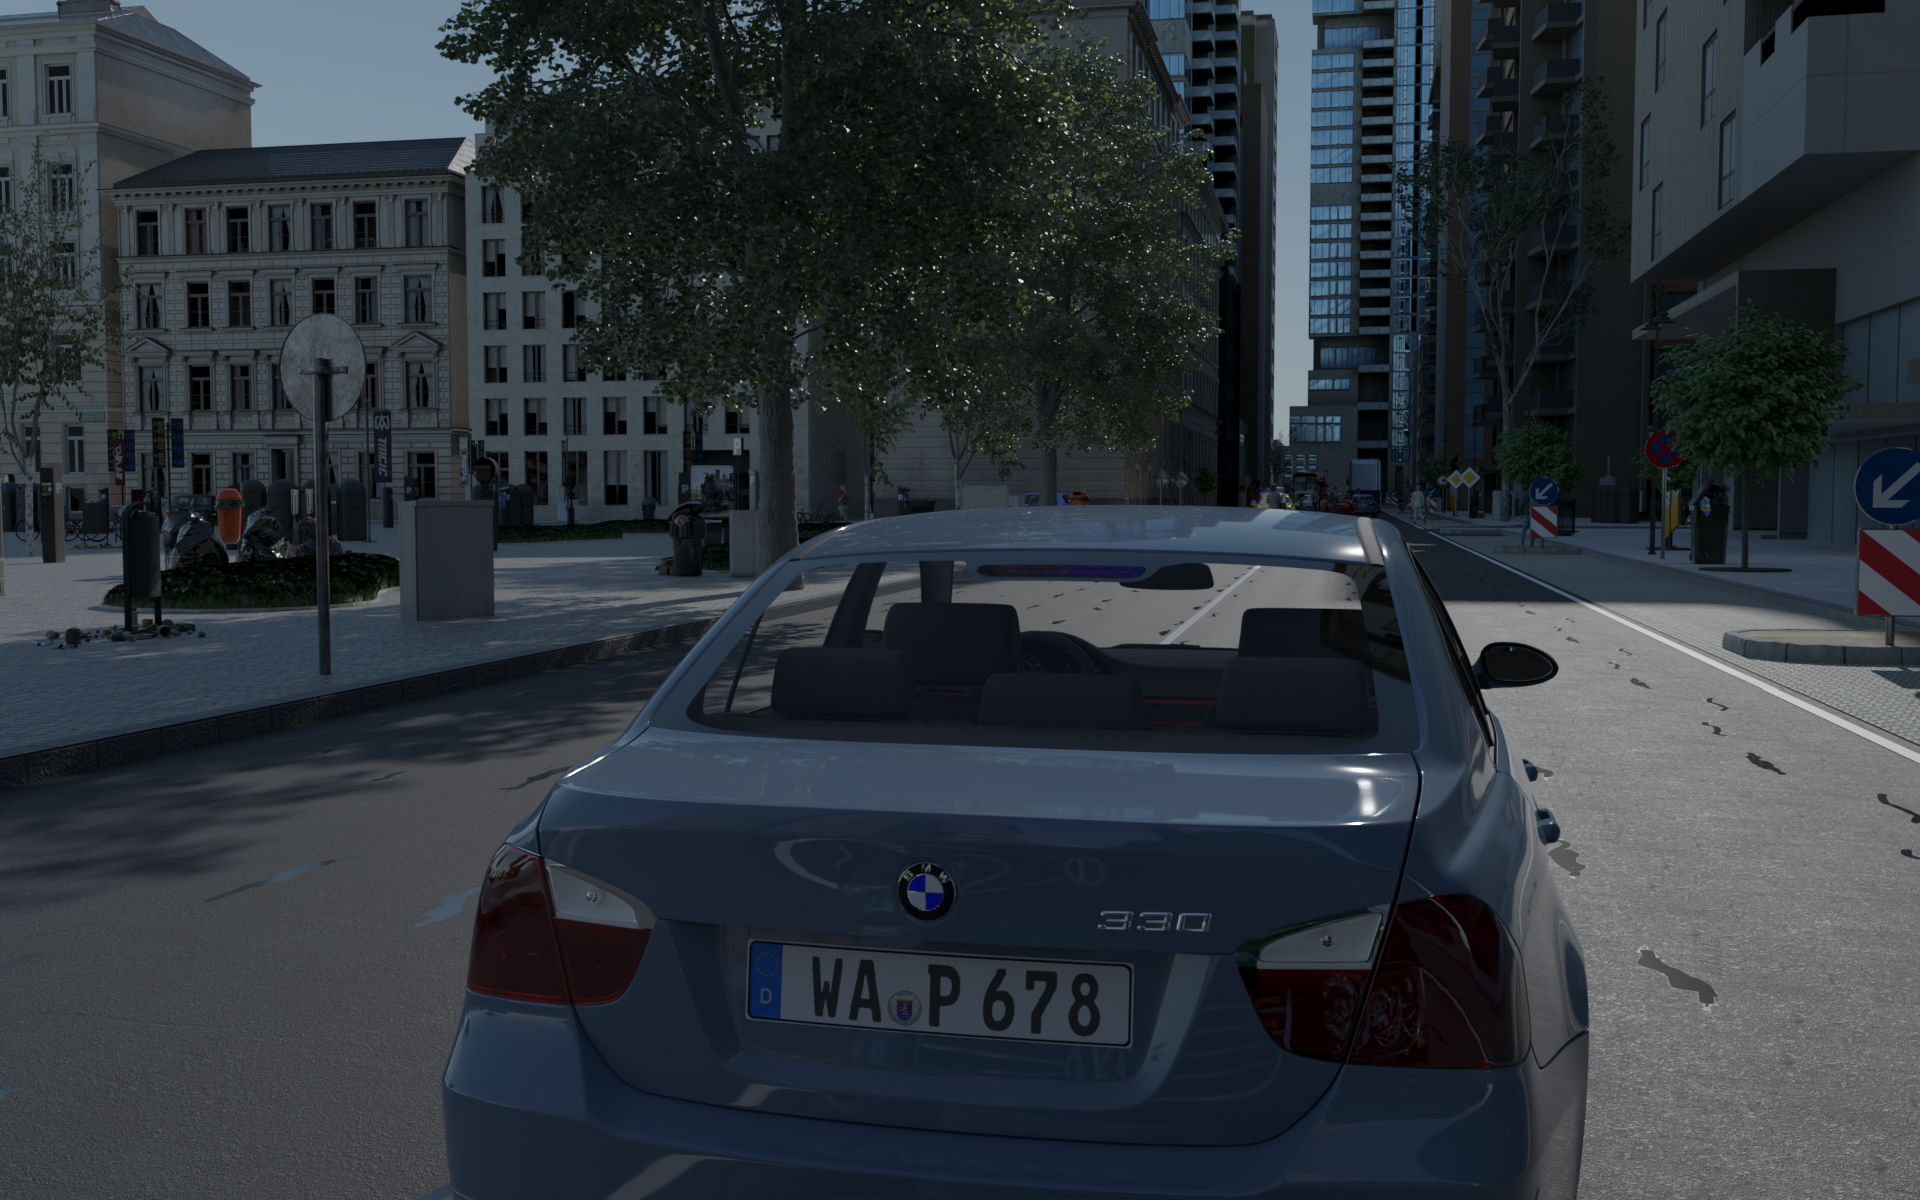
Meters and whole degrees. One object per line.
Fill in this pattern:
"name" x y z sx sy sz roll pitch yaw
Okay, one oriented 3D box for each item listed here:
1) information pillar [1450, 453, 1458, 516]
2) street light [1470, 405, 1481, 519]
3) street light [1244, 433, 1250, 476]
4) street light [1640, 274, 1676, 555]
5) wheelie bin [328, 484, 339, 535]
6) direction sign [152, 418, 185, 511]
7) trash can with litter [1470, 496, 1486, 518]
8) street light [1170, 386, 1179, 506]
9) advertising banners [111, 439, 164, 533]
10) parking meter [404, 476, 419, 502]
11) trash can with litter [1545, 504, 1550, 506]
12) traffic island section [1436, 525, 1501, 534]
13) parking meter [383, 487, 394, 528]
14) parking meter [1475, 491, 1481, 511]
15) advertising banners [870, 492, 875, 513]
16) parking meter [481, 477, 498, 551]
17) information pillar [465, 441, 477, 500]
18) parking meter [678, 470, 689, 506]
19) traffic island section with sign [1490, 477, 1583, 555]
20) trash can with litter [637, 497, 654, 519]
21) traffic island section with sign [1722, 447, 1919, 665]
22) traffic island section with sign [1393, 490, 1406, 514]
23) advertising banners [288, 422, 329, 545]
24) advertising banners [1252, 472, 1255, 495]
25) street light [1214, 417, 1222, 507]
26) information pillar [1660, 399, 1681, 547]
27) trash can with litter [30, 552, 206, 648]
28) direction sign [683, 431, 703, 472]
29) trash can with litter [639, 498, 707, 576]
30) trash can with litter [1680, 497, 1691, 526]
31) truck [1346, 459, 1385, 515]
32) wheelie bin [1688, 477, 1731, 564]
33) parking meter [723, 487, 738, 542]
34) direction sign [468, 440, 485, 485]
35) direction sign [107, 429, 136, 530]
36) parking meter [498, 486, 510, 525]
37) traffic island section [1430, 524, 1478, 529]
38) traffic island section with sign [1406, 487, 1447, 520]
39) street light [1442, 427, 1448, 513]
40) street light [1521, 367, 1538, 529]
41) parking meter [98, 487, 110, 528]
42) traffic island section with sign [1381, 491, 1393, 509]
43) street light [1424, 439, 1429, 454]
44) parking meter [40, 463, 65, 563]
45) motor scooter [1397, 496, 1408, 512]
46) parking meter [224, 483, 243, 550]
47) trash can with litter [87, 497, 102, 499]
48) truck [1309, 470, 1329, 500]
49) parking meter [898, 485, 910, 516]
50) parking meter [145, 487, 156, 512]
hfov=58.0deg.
"information pillar" 28.290 -6.592 99.136 0.504 3.616 0.183 -2 4 -25
"street light" 26.816 -7.186 90.279 0.468 5.910 1.993 1 4 13
"street light" 21.226 -9.531 128.625 0.468 5.910 1.993 1 4 13
"street light" 14.666 -3.898 36.523 0.468 5.910 1.993 1 4 13
"wheelie bin" -19.727 -2.858 54.636 0.980 1.594 0.693 1 4 10
"direction sign" -23.538 -3.642 51.546 0.876 3.537 0.379 -3 5 -39
"trash can with litter" 27.500 -4.932 92.028 0.624 1.170 1.055 -2 4 -29
"street light" 9.099 -6.213 74.374 0.468 5.910 1.993 1 4 13
"advertising banners" -26.377 -3.631 55.559 0.090 3.025 2.074 1 4 20
"parking meter" -17.489 -3.030 55.258 0.399 1.863 0.255 1 4 13
"trash can with litter" 18.784 -2.727 55.975 0.624 1.170 1.055 1 4 13
"traffic island section" 18.789 -2.546 63.912 2.009 0.180 2.903 1 4 13
"parking meter" -21.663 -3.498 65.599 0.372 1.533 0.369 0 3 0
"parking meter" 38.816 -7.425 129.808 0.372 1.533 0.369 0 3 0
"advertising banners" -5.092 -7.264 114.954 2.074 3.025 0.090 -2 4 -33
"parking meter" -10.588 -2.033 38.948 0.255 1.863 0.399 0 4 5
"information pillar" -20.290 -4.920 71.796 0.504 3.616 0.183 -1 4 -11
"parking meter" -6.330 -2.113 40.254 0.399 1.863 0.255 1 4 21
"traffic island section with sign" 13.839 -2.020 41.661 1.989 1.847 2.006 1 4 13
"trash can with litter" -12.776 -3.617 70.522 0.624 1.170 1.055 2 4 24
"traffic island section with sign" 7.939 -0.412 15.357 1.989 1.847 2.006 1 4 13
"traffic island section with sign" 32.015 -6.992 122.952 1.989 1.847 2.006 1 4 13
"advertising banners" -15.867 -2.816 42.232 2.074 3.025 0.090 3 5 43
"advertising banners" 22.987 -8.508 135.291 0.090 3.025 2.074 0 4 3
"street light" 15.110 -7.876 101.561 0.468 5.910 1.993 1 4 13
"information pillar" 16.842 -3.032 40.920 0.183 3.616 0.504 -1 4 -18
"trash can with litter" -7.601 -0.267 15.425 1.678 1.210 2.233 0 4 4
"direction sign" -9.592 -4.299 62.283 0.379 3.537 0.876 3 5 43
"trash can with litter" -4.452 -0.969 27.223 0.624 1.170 1.055 -3 5 -43
"trash can with litter" 29.642 -3.608 70.372 0.624 1.170 1.055 0 4 0
"truck" 29.803 -8.463 128.122 2.967 4.110 18.799 1 4 14
"wheelie bin" 13.766 -1.461 31.793 0.693 1.594 0.980 1 4 14
"parking meter" -5.431 -1.994 41.015 0.372 1.533 0.369 0 3 0
"direction sign" -20.272 -4.935 72.690 0.876 3.537 0.379 2 4 29
"direction sign" -29.332 -4.198 60.641 0.876 3.537 0.379 -1 4 -16
"parking meter" -14.888 -2.947 56.596 0.372 1.533 0.369 0 3 0
"traffic island section" 20.532 -3.023 71.705 2.009 0.180 2.903 1 4 13
"traffic island section with sign" 26.128 -5.383 96.646 1.989 1.847 2.006 1 4 13
"street light" 32.709 -8.807 116.789 0.468 5.910 1.993 1 4 13
"street light" 20.674 -5.518 63.007 0.468 5.910 1.993 1 4 13
"parking meter" -32.421 -3.496 65.574 0.372 1.533 0.369 0 3 0
"traffic island section with sign" 48.747 -11.568 197.769 1.989 1.847 2.006 1 4 13
"street light" 38.814 -10.473 144.023 0.468 5.910 1.993 1 4 13
"parking meter" -16.949 -1.629 32.342 0.255 1.863 0.399 0 4 2
"motor scooter" 33.391 -7.214 130.729 0.815 1.314 1.986 1 4 14
"parking meter" -16.737 -1.927 39.913 0.372 1.533 0.369 0 3 0
"trash can with litter" -20.011 -1.830 40.985 2.233 1.210 1.678 -3 5 -40
"truck" 41.508 -13.012 201.658 2.839 4.237 11.283 1 4 14
"parking meter" -1.646 -2.595 50.832 0.372 1.533 0.369 0 3 0
"parking meter" -30.574 -3.488 65.433 0.372 1.533 0.369 0 3 0
